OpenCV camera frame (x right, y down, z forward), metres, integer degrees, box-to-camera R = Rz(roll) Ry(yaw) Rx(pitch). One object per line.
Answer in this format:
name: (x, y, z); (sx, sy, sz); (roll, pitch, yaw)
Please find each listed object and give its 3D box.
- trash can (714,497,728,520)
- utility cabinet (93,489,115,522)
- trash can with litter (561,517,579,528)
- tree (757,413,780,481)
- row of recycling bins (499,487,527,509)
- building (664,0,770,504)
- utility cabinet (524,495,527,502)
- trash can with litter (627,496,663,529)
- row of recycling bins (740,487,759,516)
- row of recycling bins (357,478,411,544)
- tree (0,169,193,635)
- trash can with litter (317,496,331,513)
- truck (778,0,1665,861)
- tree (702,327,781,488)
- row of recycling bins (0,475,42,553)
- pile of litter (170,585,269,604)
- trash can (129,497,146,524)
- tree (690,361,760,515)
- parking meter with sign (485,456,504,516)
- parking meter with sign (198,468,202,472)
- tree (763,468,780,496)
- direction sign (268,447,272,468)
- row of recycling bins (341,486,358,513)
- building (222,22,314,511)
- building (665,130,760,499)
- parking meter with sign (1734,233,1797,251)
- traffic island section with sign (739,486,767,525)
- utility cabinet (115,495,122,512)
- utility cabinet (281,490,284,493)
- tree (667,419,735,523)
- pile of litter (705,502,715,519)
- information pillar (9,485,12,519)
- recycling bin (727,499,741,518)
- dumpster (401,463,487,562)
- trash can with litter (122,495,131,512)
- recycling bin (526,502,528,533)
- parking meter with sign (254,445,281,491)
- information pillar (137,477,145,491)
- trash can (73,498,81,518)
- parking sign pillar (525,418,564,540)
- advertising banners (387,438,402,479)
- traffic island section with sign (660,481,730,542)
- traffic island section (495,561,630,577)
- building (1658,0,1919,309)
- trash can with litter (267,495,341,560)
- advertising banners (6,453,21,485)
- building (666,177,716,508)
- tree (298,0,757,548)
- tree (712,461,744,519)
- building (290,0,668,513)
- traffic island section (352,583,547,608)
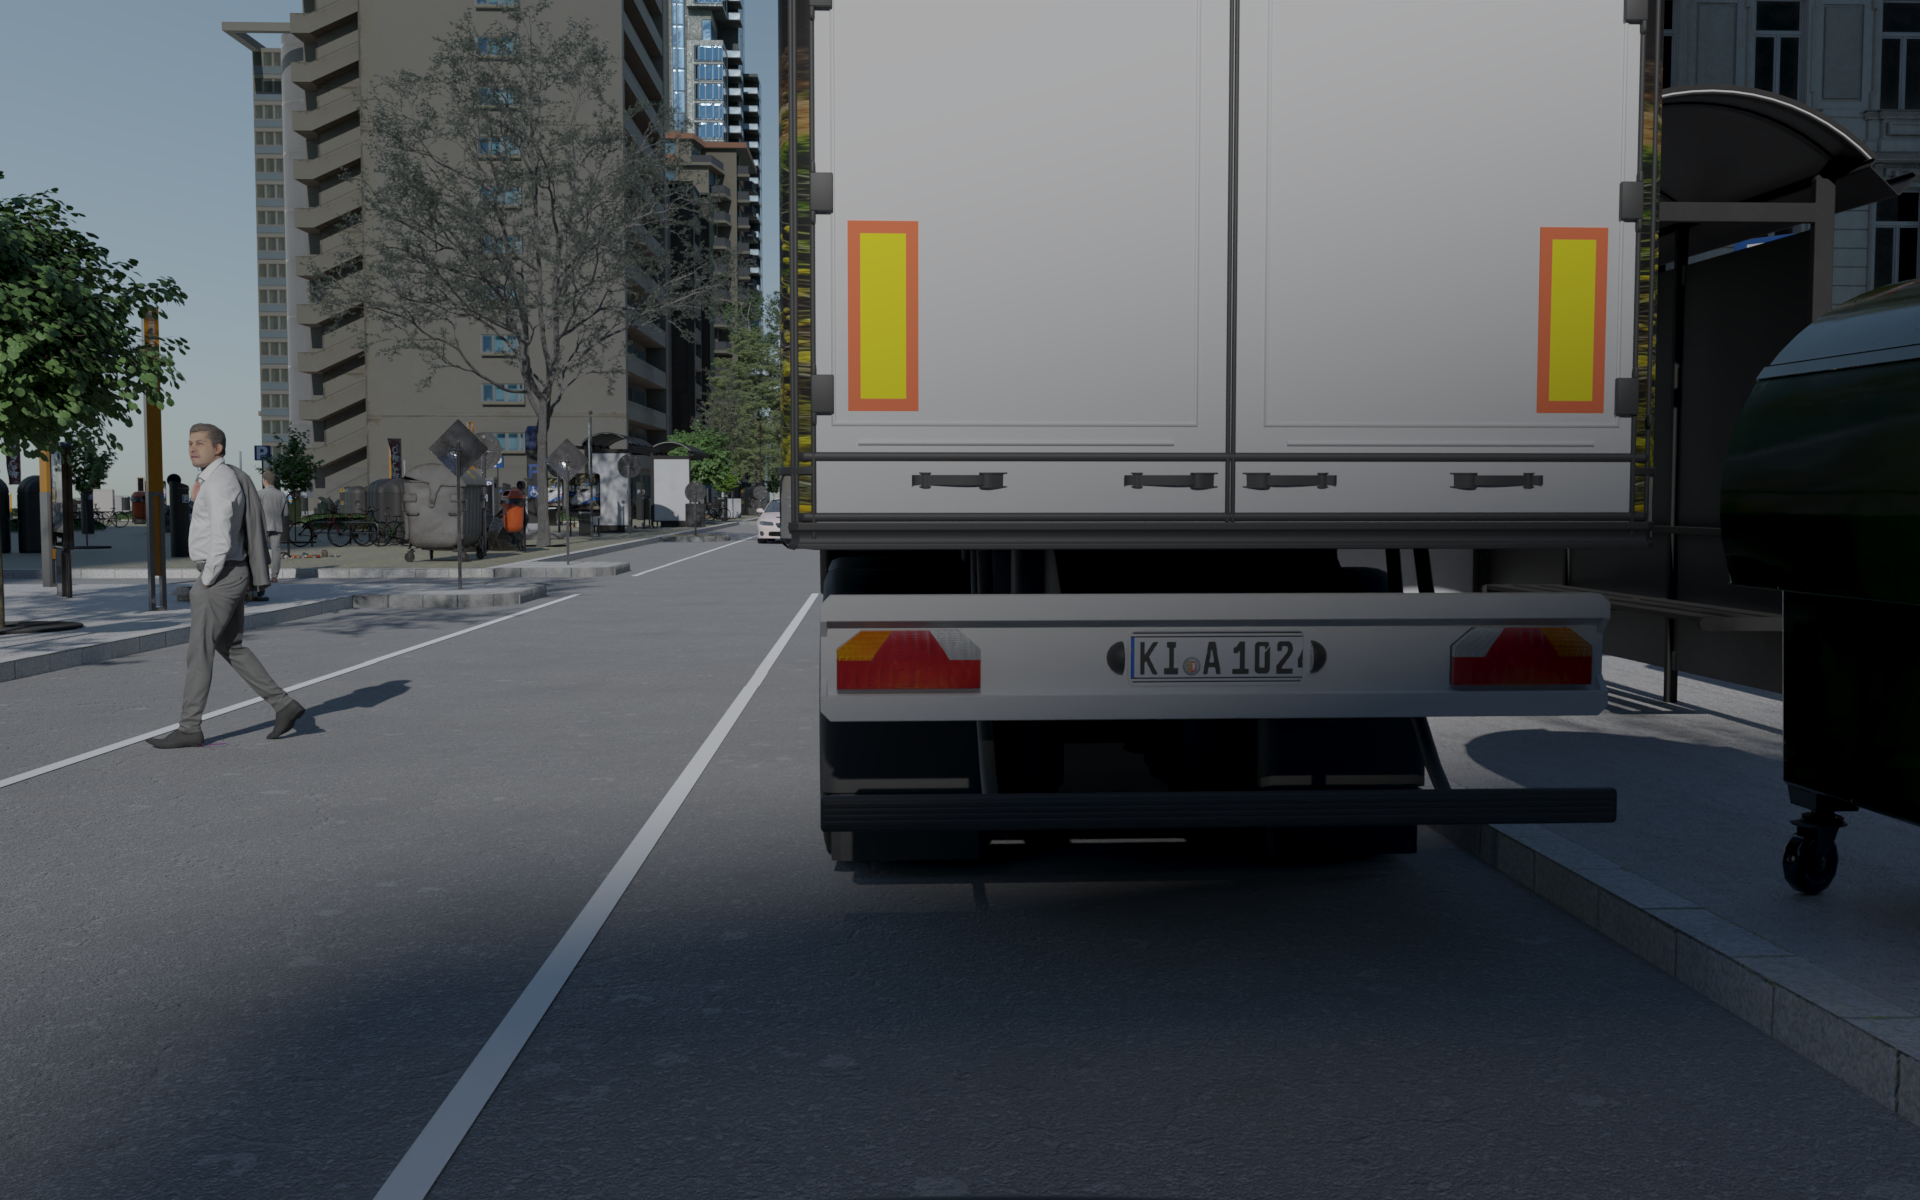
trash can: (-11.874, -4.555, 86.135); (0.748, 1.137, 0.748); (0, 3, 0)
utility cabinet: (-39.577, -4.347, 79.745); (1.173, 1.500, 0.318); (-1, 4, -8)
trash can with litter: (-16.247, -3.788, 72.986); (2.233, 1.210, 1.678); (-3, 4, -38)
tree: (-16.833, -16.208, 182.015); (9.611, 12.733, 9.660); (0, 3, 0)
row of recycling bins: (-26.236, -5.701, 100.322); (3.534, 1.692, 1.069); (-3, 5, -42)
building: (-37.417, -56.671, 239.235); (22.319, 86.520, 31.000); (0, 4, -2)
utility cabinet: (-23.447, -5.138, 95.175); (1.020, 1.237, 0.306); (-1, 4, -9)
trash can with litter: (-11.868, -3.254, 64.253); (1.678, 1.210, 2.233); (1, 4, 12)
row of recycling bins: (-12.679, -5.980, 104.879); (1.069, 1.692, 3.534); (-1, 4, -12)
row of recycling bins: (-15.132, -2.381, 46.042); (1.069, 1.692, 3.534); (-2, 4, -27)
tree: (-9.181, -1.992, 16.291); (4.285, 4.588, 4.351); (0, 3, 0)
trash can with litter: (-29.196, -4.205, 80.136); (1.055, 1.170, 0.624); (1, 4, 15)
truck: (0.394, -1.305, 10.247); (2.839, 4.237, 11.283); (0, 4, -3)
tree: (-13.912, -12.226, 118.016); (7.486, 12.596, 7.792); (0, 3, 0)
row of recycling bins: (-21.482, -1.863, 37.573); (3.534, 1.692, 1.069); (-1, 4, -12)
pile of litter: (-8.883, -0.420, 20.828); (1.176, 0.858, 1.719); (-1, 4, -8)
trash can: (-34.911, -3.794, 73.688); (0.748, 1.137, 0.748); (0, 3, 0)
tree: (-13.232, -8.940, 96.539); (4.360, 8.622, 3.978); (0, 3, 0)
parking meter with sign: (-21.114, -5.000, 78.018); (0.543, 3.016, 1.738); (0, 4, 6)
parking meter with sign: (-38.166, -5.663, 88.853); (0.543, 3.016, 1.738); (2, 4, 27)
tree: (-14.137, -8.344, 131.018); (1.663, 3.219, 1.824); (0, 3, 0)
direction sign: (-33.165, -5.586, 83.320); (0.379, 3.537, 0.876); (-2, 4, -30)
row of recycling bins: (-29.703, -4.946, 87.978); (1.069, 1.692, 3.534); (1, 4, 19)
building: (-38.383, -27.362, 139.257); (32.217, 40.220, 23.993); (0, 4, -2)
building: (-36.156, -34.008, 210.651); (22.147, 44.769, 28.867); (0, 4, -2)
parking meter with sign: (6.186, -0.979, 12.274); (1.738, 3.016, 0.543); (-2, 4, -35)
traffic island section with sign: (-9.300, -4.435, 81.136); (1.989, 1.847, 2.006); (0, 4, -2)
utility cabinet: (-45.535, -5.000, 92.914); (1.020, 1.237, 0.306); (-2, 4, -28)
utility cabinet: (-38.832, -5.543, 99.311); (1.173, 1.500, 0.318); (2, 4, 24)
tree: (-11.409, -5.652, 76.128); (4.285, 4.588, 4.351); (0, 3, 0)
pile of litter: (-13.332, -4.735, 91.377); (1.176, 0.858, 1.719); (3, 5, 41)
information pillar: (-49.183, -6.013, 89.668); (0.183, 3.616, 0.504); (-2, 4, -32)
recycling bin: (-12.295, -4.969, 93.803); (0.722, 1.027, 0.722); (-2, 4, -24)
dumpster: (-9.907, -1.683, 33.272); (1.264, 1.857, 1.865); (0, 4, -3)
trash can with litter: (-47.858, -5.456, 100.262); (1.678, 1.210, 2.233); (2, 4, 27)
recycling bin: (-14.184, -2.671, 56.225); (0.722, 1.027, 0.722); (0, 4, 6)
parking meter with sign: (-24.920, -4.069, 62.792); (0.543, 3.016, 1.738); (0, 4, 1)
information pillar: (-35.476, -4.316, 75.057); (0.304, 2.012, 0.304); (-1, 4, -22)
trash can: (-35.782, -3.584, 70.245); (0.748, 1.137, 0.748); (0, 3, 0)
parking sign pillar: (-11.969, -3.705, 49.046); (1.447, 3.967, 1.447); (0, 4, -6)
advertising banners: (-17.287, -3.594, 54.952); (0.090, 3.025, 2.074); (2, 4, 34)
traffic island section with sign: (-8.073, -2.715, 53.011); (1.989, 1.847, 2.006); (0, 4, -2)
traffic island section: (-7.107, -0.553, 31.324); (2.009, 0.180, 2.903); (0, 4, -2)
building: (31.775, -16.636, 48.414); (44.131, 29.872, 17.030); (0, 4, -2)
trash can with litter: (-13.270, -1.446, 34.693); (1.678, 1.210, 2.233); (2, 4, 35)
advertising banners: (-26.981, -3.333, 50.681); (2.074, 3.025, 0.090); (0, 4, 5)
building: (-30.195, -23.685, 158.945); (14.160, 30.474, 14.107); (0, 4, -2)
tree: (-10.162, -8.042, 41.851); (12.009, 13.543, 11.850); (0, 3, 0)
tree: (-11.978, -5.724, 88.196); (1.663, 3.219, 1.824); (0, 3, 0)
building: (-31.795, -30.129, 116.309); (21.300, 48.544, 21.600); (0, 4, -2)
traffic island section: (-6.758, -0.065, 23.346); (2.009, 0.180, 2.903); (0, 4, -2)
